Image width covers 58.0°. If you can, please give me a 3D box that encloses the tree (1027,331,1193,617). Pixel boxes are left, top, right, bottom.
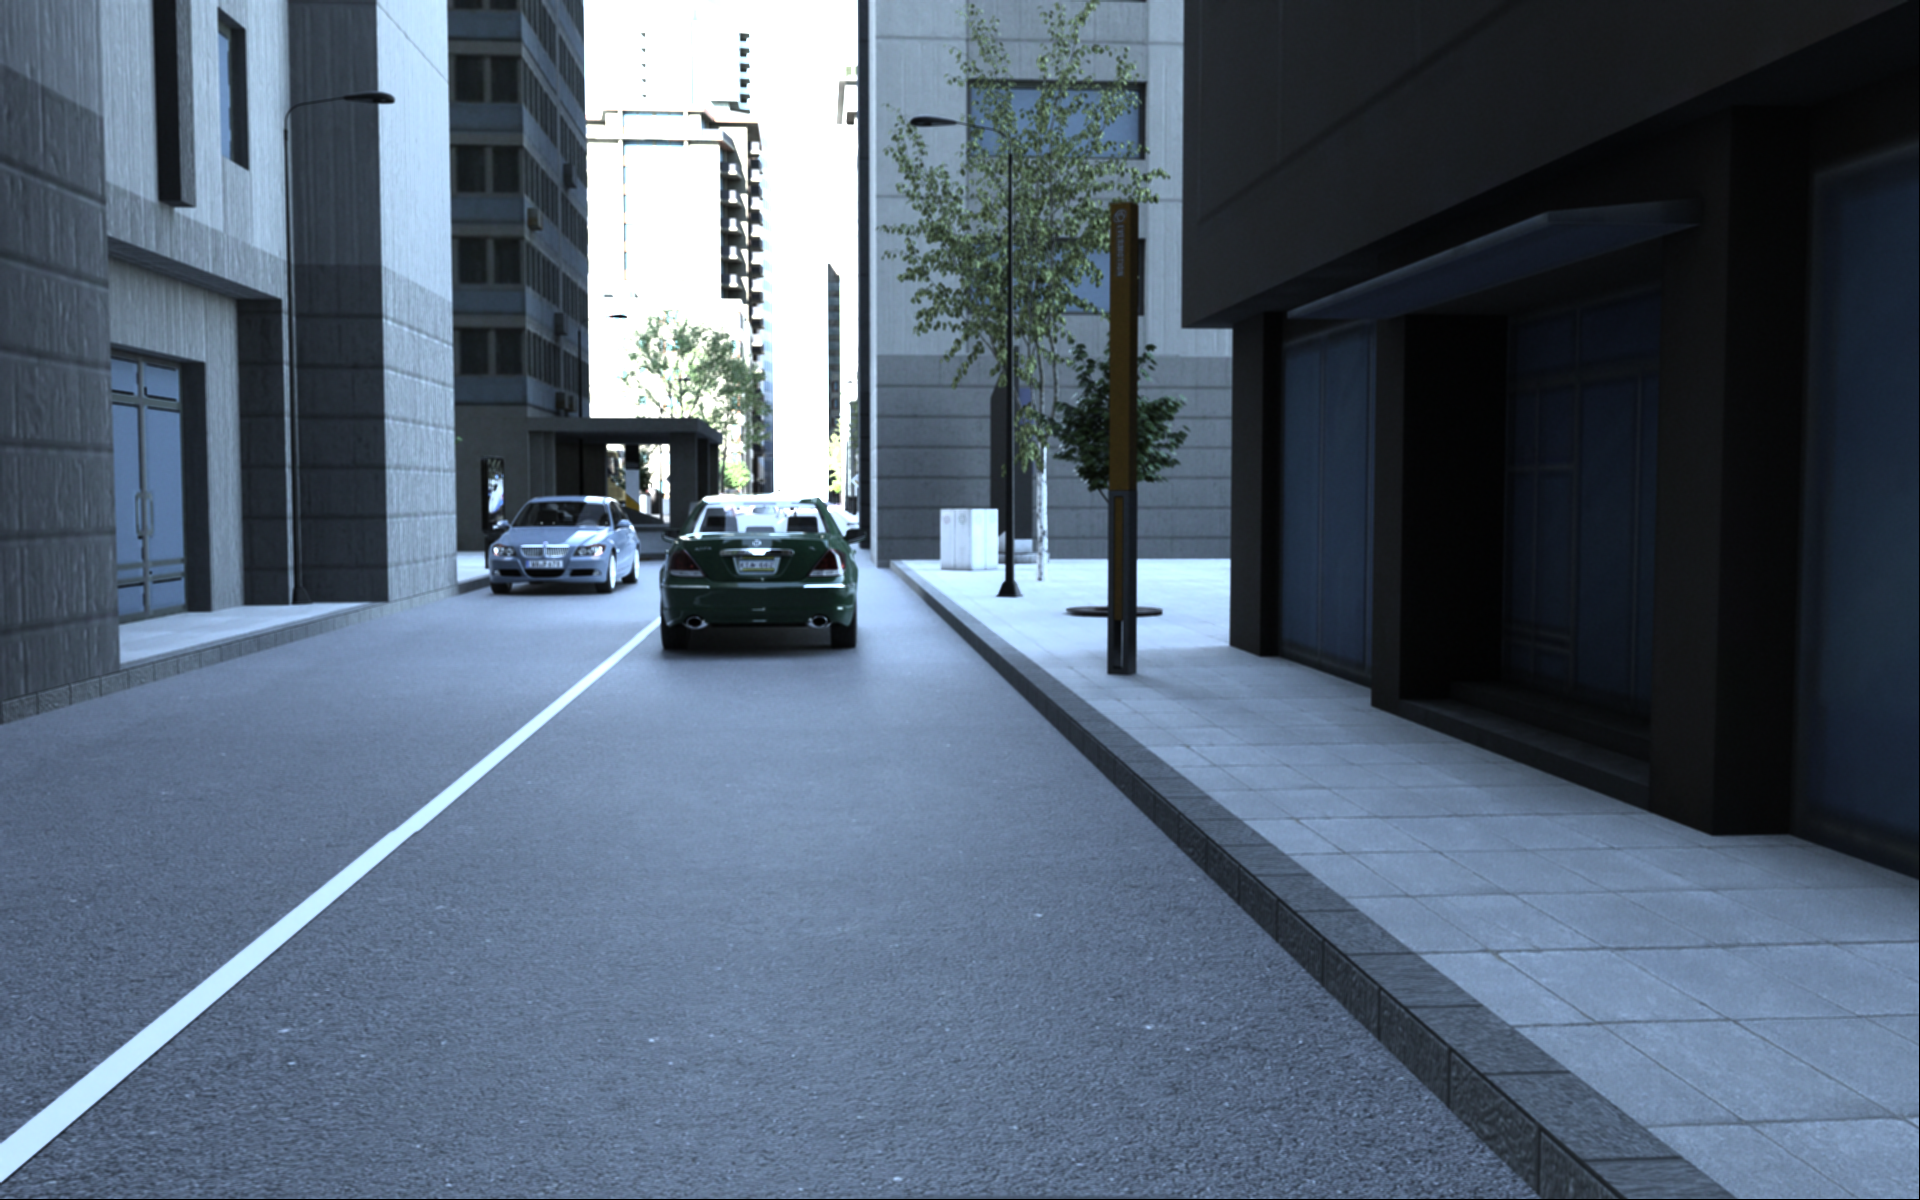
[{"bbox_3d":[1.690,-1.451,18.324,1.663,3.219,1.824,0,3,0],"label":"tree"}]

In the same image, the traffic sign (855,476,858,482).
[{"bbox_3d":[-3.932,-4.128,71.131,0.795,2.450,0.064,0,4,-5],"label":"traffic sign"}]

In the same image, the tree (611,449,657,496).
[{"bbox_3d":[-12.256,-4.361,65.907,1.663,3.219,1.824,0,3,0],"label":"tree"}]

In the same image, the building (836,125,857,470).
[{"bbox_3d":[-6.467,-31.322,195.709,14.154,41.232,14.086,0,4,-5],"label":"building"}]

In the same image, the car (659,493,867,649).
[{"bbox_3d":[-1.984,-0.349,17.509,2.131,1.459,4.920,0,4,-5],"label":"car"}]

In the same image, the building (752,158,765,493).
[{"bbox_3d":[-32.352,-34.745,218.192,14.600,45.320,14.200,0,4,-5],"label":"building"}]

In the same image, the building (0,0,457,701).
[{"bbox_3d":[-16.399,-28.499,7.954,21.231,58.520,28.212,0,4,-5],"label":"building"}]

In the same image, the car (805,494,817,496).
[{"bbox_3d":[-12.575,-8.111,144.615,2.014,1.417,4.499,0,4,-5],"label":"car"}]

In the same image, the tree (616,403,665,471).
[{"bbox_3d":[-24.762,-11.322,135.478,4.360,8.622,3.978,0,3,0],"label":"tree"}]

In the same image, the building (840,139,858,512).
[{"bbox_3d":[-3.819,-22.121,139.177,11.434,29.767,29.804,0,4,-5],"label":"building"}]

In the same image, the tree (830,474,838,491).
[{"bbox_3d":[-16.872,-15.893,243.556,4.285,4.588,4.351,0,3,0],"label":"tree"}]

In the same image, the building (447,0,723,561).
[{"bbox_3d":[-22.433,-21.424,42.165,32.217,40.220,23.993,0,4,-5],"label":"building"}]

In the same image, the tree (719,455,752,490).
[{"bbox_3d":[-19.044,-9.851,144.772,4.285,4.588,4.351,0,3,0],"label":"tree"}]

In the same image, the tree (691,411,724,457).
[{"bbox_3d":[-22.407,-12.275,151.060,4.737,8.622,4.395,0,3,0],"label":"tree"}]

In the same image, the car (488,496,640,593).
[{"bbox_3d":[-5.978,-0.889,26.541,2.014,1.417,4.499,0,4,-3],"label":"car"}]

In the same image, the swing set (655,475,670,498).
[{"bbox_3d":[-20.355,-7.832,125.675,2.862,2.851,3.119,-1,4,-16],"label":"swing set"}]

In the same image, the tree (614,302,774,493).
[{"bbox_3d":[-15.172,-10.368,95.277,9.928,11.665,9.643,0,3,0],"label":"tree"}]

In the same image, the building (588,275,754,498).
[{"bbox_3d":[-34.401,-19.706,167.235,27.650,21.520,28.899,0,4,-5],"label":"building"}]

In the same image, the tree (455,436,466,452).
[{"bbox_3d":[-8.820,-2.009,27.450,1.663,3.219,1.824,0,3,0],"label":"tree"}]

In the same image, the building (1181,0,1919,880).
[{"bbox_3d":[9.373,-21.838,7.169,14.600,45.320,14.200,0,4,-5],"label":"building"}]

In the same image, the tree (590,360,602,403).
[{"bbox_3d":[-18.810,-7.953,80.396,4.360,8.622,3.978,0,3,0],"label":"tree"}]

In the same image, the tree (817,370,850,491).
[{"bbox_3d":[-4.848,-8.910,96.047,4.737,8.622,4.395,0,3,0],"label":"tree"}]

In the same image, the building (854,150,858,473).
[{"bbox_3d":[0.549,-19.519,112.650,14.314,27.812,24.014,0,4,-5],"label":"building"}]

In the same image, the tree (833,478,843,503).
[{"bbox_3d":[-17.157,-15.518,248.313,1.663,3.219,1.824,0,3,0],"label":"tree"}]

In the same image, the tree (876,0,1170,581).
[{"bbox_3d":[0.972,-4.583,25.297,4.737,8.622,4.395,0,3,0],"label":"tree"}]

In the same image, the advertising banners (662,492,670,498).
[{"bbox_3d":[-23.091,-8.707,138.540,2.074,3.025,0.090,0,4,1],"label":"advertising banners"}]

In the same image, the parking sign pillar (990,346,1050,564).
[{"bbox_3d":[0.952,-2.677,32.241,1.447,3.967,1.447,-1,4,-16],"label":"parking sign pillar"}]

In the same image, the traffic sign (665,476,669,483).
[{"bbox_3d":[-11.601,-4.090,70.507,0.795,2.450,0.064,0,4,-5],"label":"traffic sign"}]

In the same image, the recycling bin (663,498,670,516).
[{"bbox_3d":[-17.478,-5.591,103.967,0.722,1.027,0.722,0,4,3],"label":"recycling bin"}]

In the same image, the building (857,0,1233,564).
[{"bbox_3d":[7.668,-30.865,46.642,21.231,58.520,28.212,0,4,-5],"label":"building"}]

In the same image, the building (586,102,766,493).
[{"bbox_3d":[-33.457,-33.132,196.328,22.147,44.769,28.867,0,4,-5],"label":"building"}]

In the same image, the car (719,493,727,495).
[{"bbox_3d":[-9.204,-3.373,64.187,2.155,1.783,4.494,0,4,-7],"label":"car"}]

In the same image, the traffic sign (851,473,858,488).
[{"bbox_3d":[-4.604,-4.614,79.088,0.795,2.450,0.064,0,4,-5],"label":"traffic sign"}]

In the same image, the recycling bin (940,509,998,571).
[{"bbox_3d":[0.154,-1.020,29.232,0.722,1.027,0.722,3,5,41],"label":"recycling bin"}]
